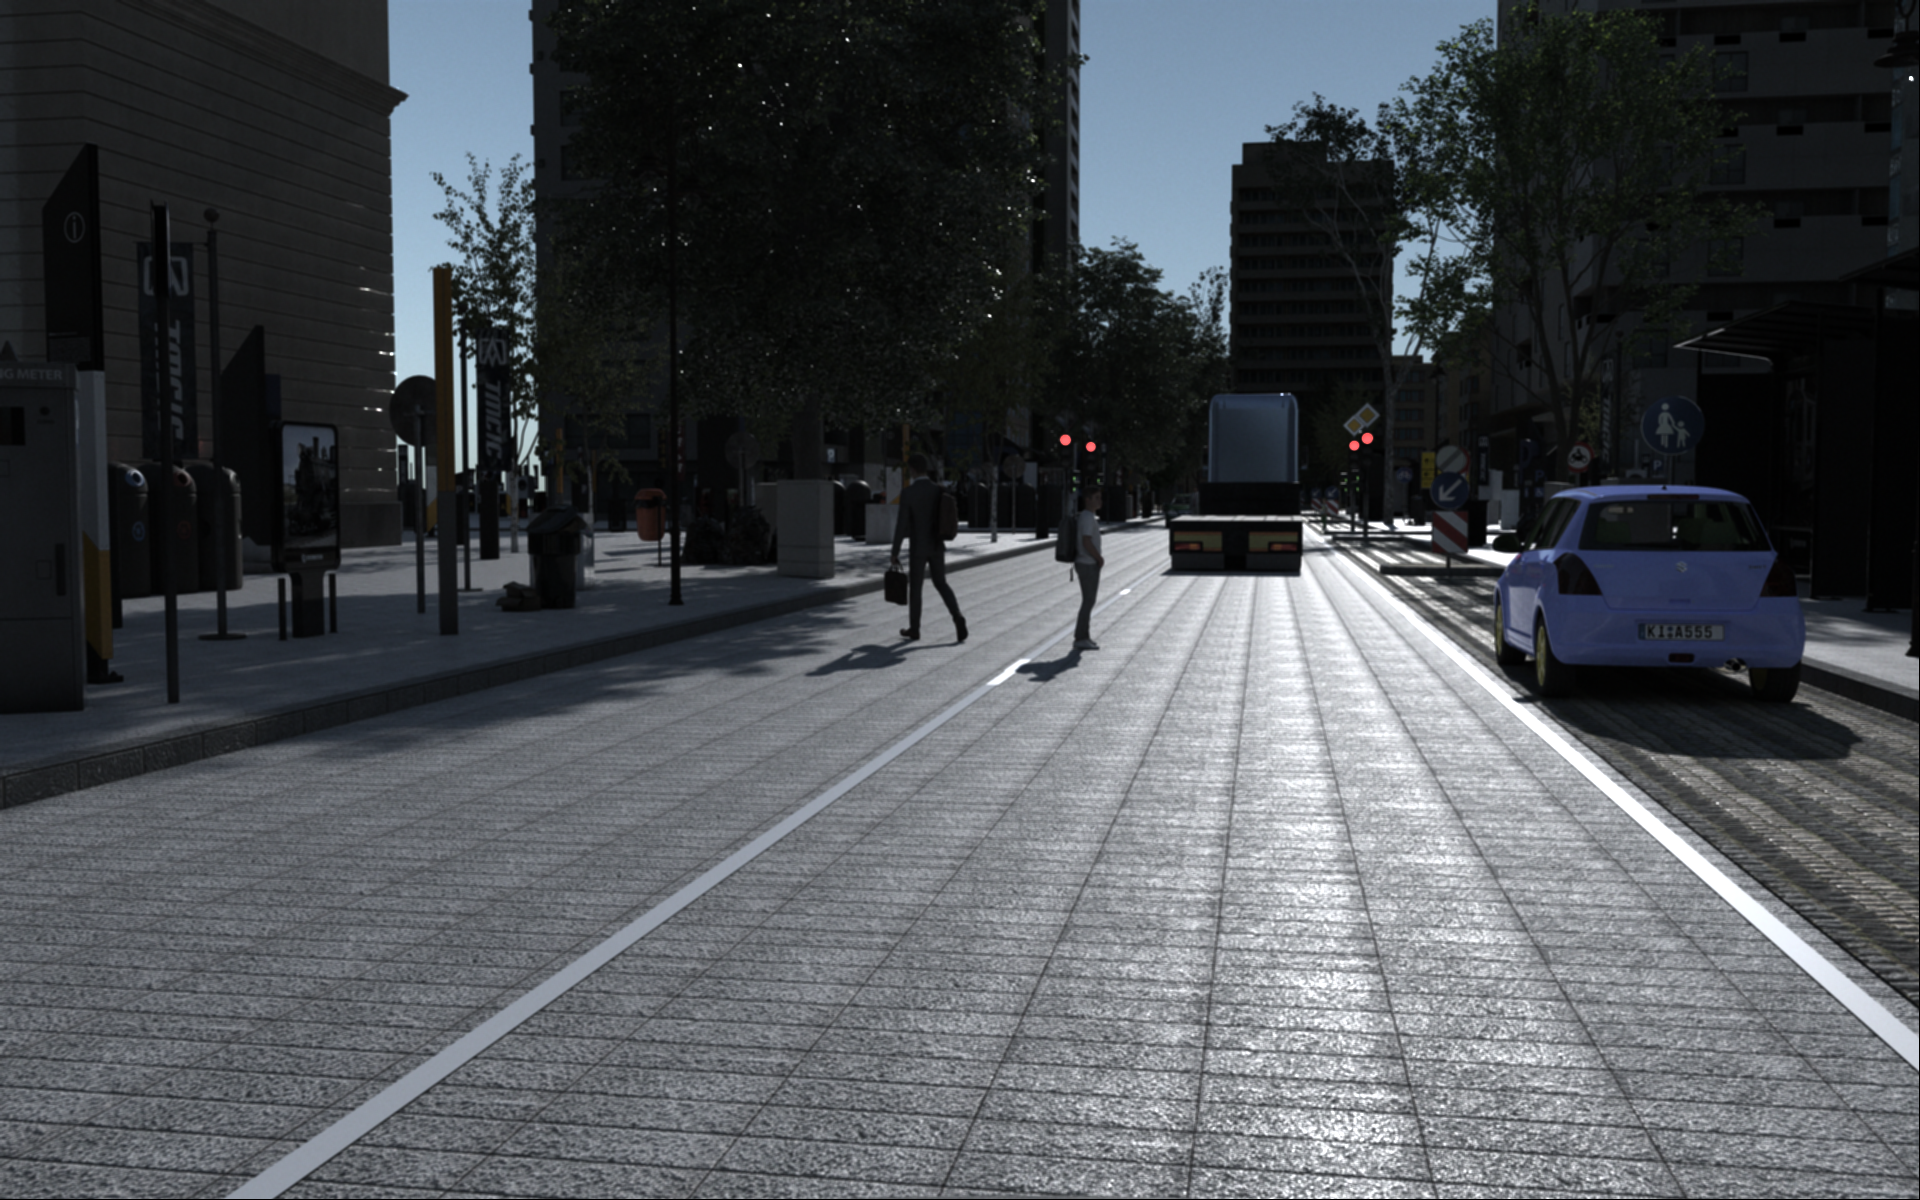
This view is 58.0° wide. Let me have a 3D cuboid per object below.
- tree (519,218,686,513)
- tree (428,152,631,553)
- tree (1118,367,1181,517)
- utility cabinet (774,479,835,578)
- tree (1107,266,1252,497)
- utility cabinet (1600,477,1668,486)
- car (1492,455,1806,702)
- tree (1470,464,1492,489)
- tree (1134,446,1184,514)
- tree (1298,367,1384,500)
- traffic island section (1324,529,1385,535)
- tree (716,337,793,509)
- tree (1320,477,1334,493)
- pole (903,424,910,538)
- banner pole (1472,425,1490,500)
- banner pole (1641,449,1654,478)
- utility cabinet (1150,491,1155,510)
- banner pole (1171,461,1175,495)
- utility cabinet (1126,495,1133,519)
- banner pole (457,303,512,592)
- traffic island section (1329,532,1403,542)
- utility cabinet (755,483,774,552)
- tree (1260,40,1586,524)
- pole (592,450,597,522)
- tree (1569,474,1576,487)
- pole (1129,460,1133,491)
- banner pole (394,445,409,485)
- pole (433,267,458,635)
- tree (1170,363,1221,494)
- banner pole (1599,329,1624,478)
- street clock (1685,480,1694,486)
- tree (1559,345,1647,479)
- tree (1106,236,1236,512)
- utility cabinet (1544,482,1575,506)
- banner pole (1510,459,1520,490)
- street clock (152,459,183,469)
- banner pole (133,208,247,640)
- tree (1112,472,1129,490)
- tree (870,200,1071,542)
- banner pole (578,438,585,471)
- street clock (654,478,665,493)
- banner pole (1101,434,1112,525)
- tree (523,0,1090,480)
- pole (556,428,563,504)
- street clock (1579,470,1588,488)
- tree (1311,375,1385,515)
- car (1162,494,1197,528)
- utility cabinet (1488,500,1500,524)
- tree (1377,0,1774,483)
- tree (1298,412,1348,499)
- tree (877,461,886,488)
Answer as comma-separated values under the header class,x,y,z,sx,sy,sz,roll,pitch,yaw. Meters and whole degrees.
class,x,y,z,sx,sy,sz,roll,pitch,yaw
tree,-9.849,-5.908,46.954,4.360,8.622,3.978,0,3,0
tree,-9.596,-5.336,37.610,4.737,8.622,4.395,0,3,0
tree,10.344,-9.018,97.806,4.360,8.622,3.978,0,3,0
utility cabinet,-2.371,-1.098,26.636,0.318,1.500,1.173,-3,4,-38
tree,19.191,-17.569,143.135,12.611,20.169,13.585,0,3,0
utility cabinet,9.166,-0.910,23.558,1.173,1.500,0.318,-2,4,-35
car,5.132,-0.226,13.279,1.945,1.707,3.694,1,4,10
tree,29.802,-6.320,97.929,1.663,3.219,1.824,0,3,0
tree,12.990,-7.970,114.016,4.285,4.588,4.351,0,3,0
tree,27.356,-11.746,126.456,8.767,10.594,7.601,-2,4,-30
traffic island section,13.883,-2.376,61.125,2.009,0.180,2.903,1,4,10
tree,-8.856,-7.676,75.861,4.737,8.622,4.395,0,3,0
tree,37.318,-11.082,175.791,1.663,3.219,1.824,0,3,0
pole,-1.570,-3.472,50.603,0.158,3.312,0.155,0,3,0
banner pole,18.781,-4.443,62.658,0.863,3.779,0.401,-1,4,-19
banner pole,37.970,-6.453,95.529,0.401,3.779,0.863,-3,5,-45
utility cabinet,14.890,-7.697,134.528,0.318,1.500,1.173,1,4,12
banner pole,16.157,-8.888,135.330,0.863,3.779,0.401,-2,4,-24
utility cabinet,8.353,-4.737,88.609,1.020,1.237,0.306,3,5,42
banner pole,-6.336,-2.016,22.981,0.863,3.779,0.401,-2,4,-33
traffic island section,12.491,-1.895,53.262,2.009,0.180,2.903,1,4,10
utility cabinet,-3.460,-1.562,34.214,1.173,1.500,0.318,1,4,20
tree,19.342,-13.239,72.339,12.611,20.169,13.585,0,3,0
pole,-16.814,-5.248,79.655,0.158,3.312,0.155,0,3,0
tree,31.087,-5.826,89.859,1.663,3.219,1.824,0,3,0
pole,9.924,-6.524,100.517,0.158,3.312,0.155,0,3,0
banner pole,-24.911,-5.322,77.039,0.863,3.779,0.401,0,4,6
pole,-4.678,-1.340,15.749,0.158,3.312,0.155,0,3,0
tree,20.727,-15.108,157.383,12.009,13.543,11.850,0,3,0
banner pole,10.010,-2.241,26.660,0.401,3.779,0.863,0,4,-3
street clock,37.959,-5.232,90.111,0.358,2.002,0.471,-2,4,-31
tree,31.585,-8.220,84.757,4.360,8.622,3.978,0,3,0
tree,7.454,-10.941,85.543,9.857,13.997,8.962,0,3,0
utility cabinet,11.283,-1.463,32.597,0.318,1.500,1.173,2,4,32
banner pole,39.404,-8.148,123.244,0.863,3.779,0.401,1,4,20
street clock,-13.667,-1.550,29.911,0.471,2.002,0.358,1,4,19
banner pole,-6.772,-1.542,15.221,0.863,3.779,0.401,-1,4,-8
tree,12.302,-8.565,134.645,1.663,3.219,1.824,0,3,0
tree,-0.322,-5.364,38.068,4.737,8.622,4.395,0,3,0
banner pole,-16.721,-5.295,76.594,0.401,3.779,0.863,1,4,12
street clock,-13.813,-4.592,79.655,0.471,2.002,0.358,1,4,23
banner pole,6.045,-5.014,71.988,0.401,3.779,0.863,2,4,31
tree,-2.503,-7.451,28.476,9.857,13.997,8.962,0,3,0
pole,-12.426,-3.665,53.769,0.158,3.312,0.155,0,3,0
street clock,15.111,-2.296,42.105,0.358,2.002,0.471,1,4,15
tree,23.632,-9.485,105.446,4.737,8.622,4.395,0,3,0
car,9.761,-3.818,74.229,2.131,1.459,4.920,1,4,8
utility cabinet,22.723,-3.855,74.188,1.020,1.237,0.306,-3,5,-43
tree,12.566,-6.725,35.715,9.928,11.665,9.643,0,3,0
tree,43.758,-17.880,210.468,7.486,12.596,7.792,0,3,0
tree,-3.299,-5.774,89.006,1.663,3.219,1.824,0,3,0
